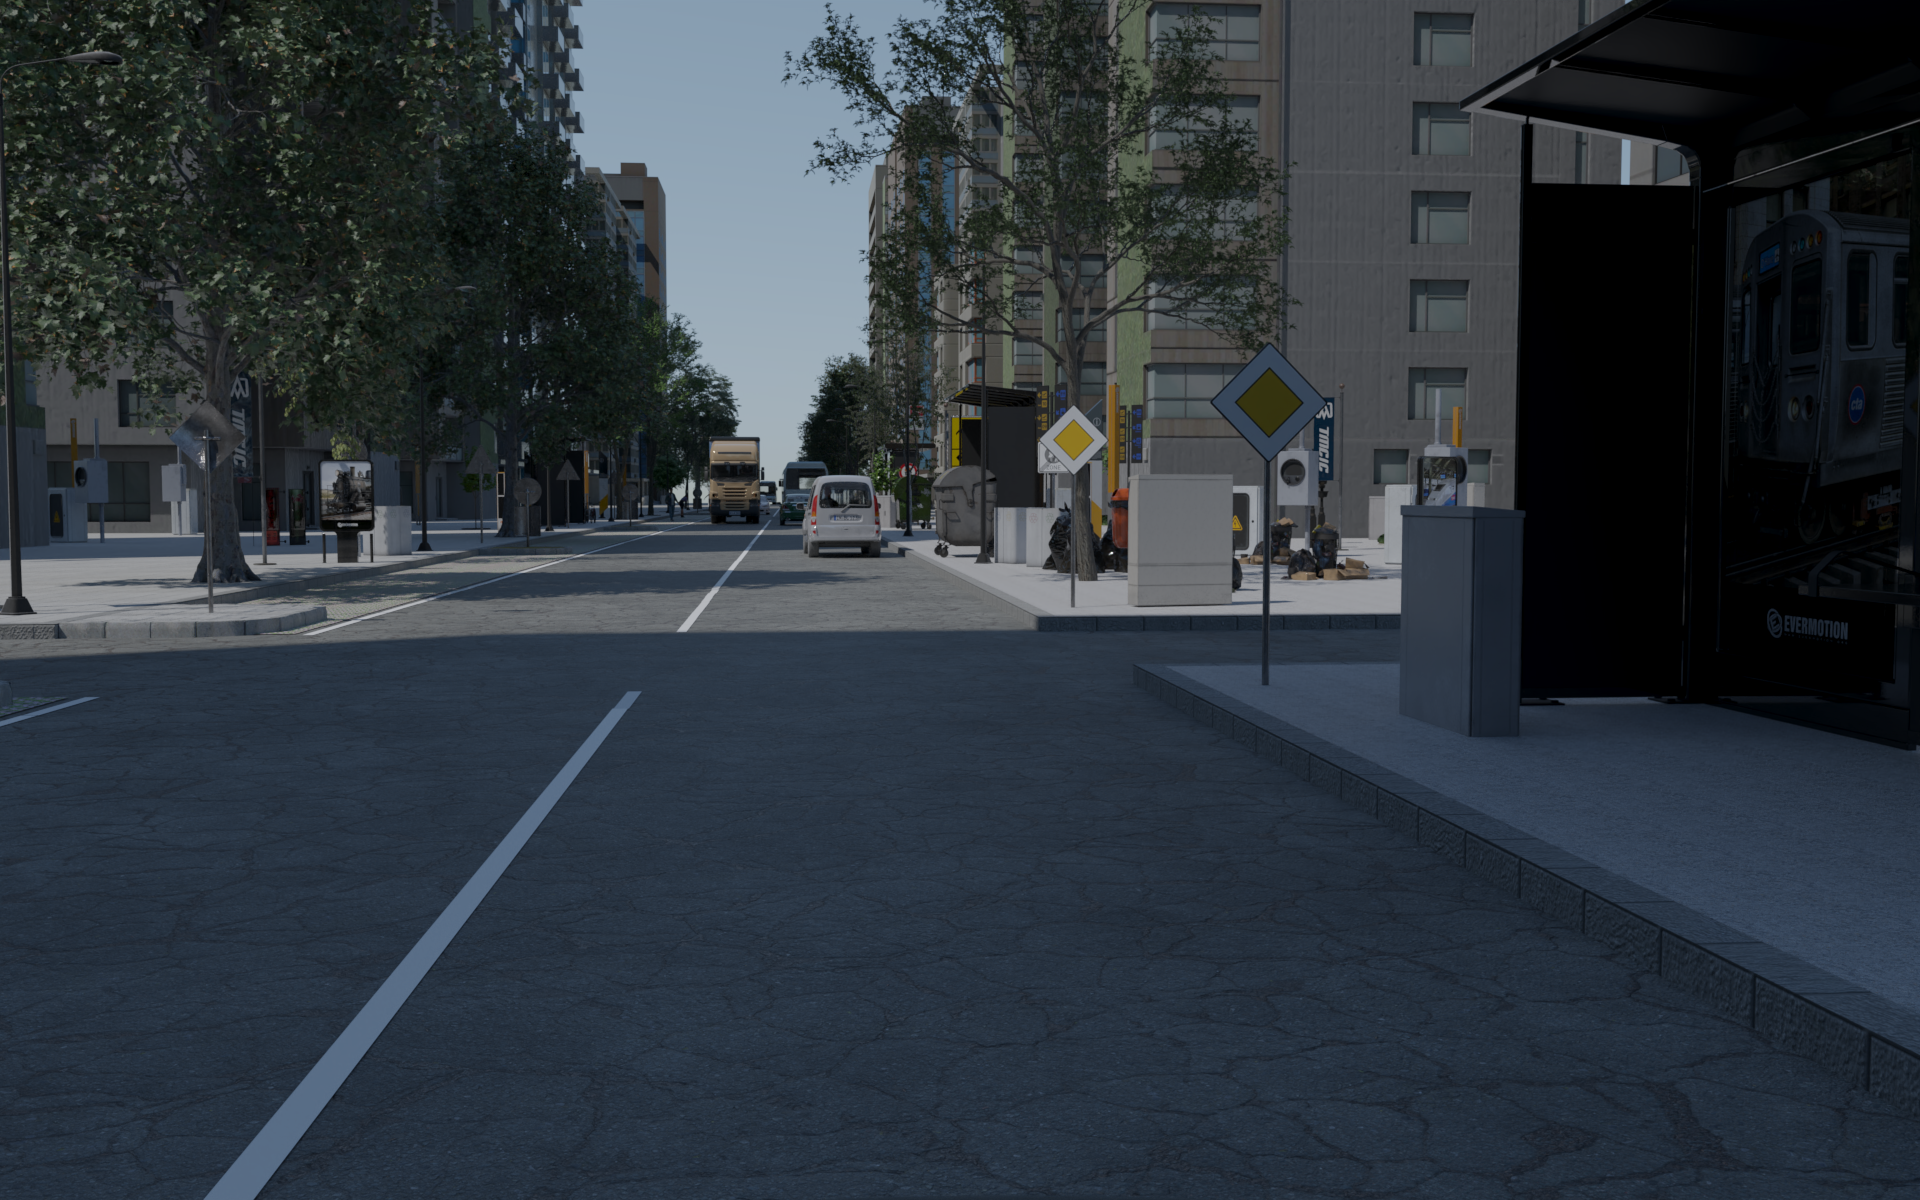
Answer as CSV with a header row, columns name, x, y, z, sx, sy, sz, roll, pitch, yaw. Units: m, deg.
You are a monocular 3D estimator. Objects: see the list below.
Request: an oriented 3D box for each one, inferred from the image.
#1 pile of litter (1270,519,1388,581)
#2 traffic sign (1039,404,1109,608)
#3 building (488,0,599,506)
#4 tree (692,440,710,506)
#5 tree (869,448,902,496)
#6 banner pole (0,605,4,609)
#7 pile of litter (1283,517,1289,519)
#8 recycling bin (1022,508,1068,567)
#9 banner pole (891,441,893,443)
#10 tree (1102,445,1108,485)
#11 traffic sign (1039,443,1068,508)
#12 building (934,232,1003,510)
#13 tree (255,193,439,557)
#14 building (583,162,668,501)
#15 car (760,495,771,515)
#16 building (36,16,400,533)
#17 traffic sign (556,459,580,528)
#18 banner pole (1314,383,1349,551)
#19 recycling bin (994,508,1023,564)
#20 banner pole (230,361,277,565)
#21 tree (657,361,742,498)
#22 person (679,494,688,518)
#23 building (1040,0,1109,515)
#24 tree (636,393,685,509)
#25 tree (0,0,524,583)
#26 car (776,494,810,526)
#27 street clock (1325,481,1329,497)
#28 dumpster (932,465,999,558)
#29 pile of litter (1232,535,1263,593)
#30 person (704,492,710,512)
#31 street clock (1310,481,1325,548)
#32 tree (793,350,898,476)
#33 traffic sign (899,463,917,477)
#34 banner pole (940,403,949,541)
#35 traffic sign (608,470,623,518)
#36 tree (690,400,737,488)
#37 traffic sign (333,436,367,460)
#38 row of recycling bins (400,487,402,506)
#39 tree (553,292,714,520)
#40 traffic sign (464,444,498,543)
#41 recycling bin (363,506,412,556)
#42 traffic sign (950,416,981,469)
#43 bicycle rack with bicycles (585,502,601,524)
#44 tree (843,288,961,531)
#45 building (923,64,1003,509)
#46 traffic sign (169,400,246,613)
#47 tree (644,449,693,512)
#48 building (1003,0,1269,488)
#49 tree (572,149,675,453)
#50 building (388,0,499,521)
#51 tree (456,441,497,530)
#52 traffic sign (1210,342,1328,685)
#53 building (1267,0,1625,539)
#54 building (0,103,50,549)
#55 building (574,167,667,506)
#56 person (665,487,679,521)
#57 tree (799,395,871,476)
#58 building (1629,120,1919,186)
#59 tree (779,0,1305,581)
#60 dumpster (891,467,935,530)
name,x,y,z,sx,sy,sz,roll,pitch,yaw
pile of litter,5.658,-0.744,26.136,1.719,0.858,1.176,0,4,0
traffic sign,1.273,-0.971,19.515,0.795,2.450,0.064,0,4,-6
building,-41.674,-31.596,136.200,23.786,49.044,30.456,0,4,-6
tree,-26.762,-14.271,183.698,4.360,8.622,3.978,0,3,0
tree,-3.173,-4.546,68.928,1.663,3.219,1.824,0,3,0
banner pole,-10.754,-1.779,19.096,0.401,3.779,0.863,-3,4,-38
pile of litter,5.765,-1.076,31.559,1.176,0.858,1.719,-3,4,-38
recycling bin,1.647,-1.098,30.507,0.722,1.027,0.722,3,4,36
banner pole,-3.377,-5.583,81.293,0.863,3.779,0.401,2,4,31
tree,7.854,-5.810,78.713,4.285,4.588,4.351,0,3,0
traffic sign,1.846,-1.964,34.236,0.606,2.300,0.079,0,4,1
building,13.089,-17.188,126.064,27.650,21.520,28.899,0,4,-6
tree,-12.513,-5.174,34.956,4.737,8.622,4.395,0,3,0
building,-47.617,-35.921,237.420,14.600,45.320,14.200,0,4,-6
car,-14.213,-6.644,120.995,2.083,1.381,4.827,0,4,-6
building,-28.908,-17.724,61.494,14.160,30.474,14.107,0,4,-6
traffic sign,-14.680,-3.966,64.843,0.884,2.594,0.081,0,4,1
banner pole,8.428,-3.019,39.378,0.863,3.779,0.401,1,4,22
recycling bin,1.112,-1.198,32.143,0.722,1.027,0.722,-2,4,-31
banner pole,-12.760,-2.512,31.081,0.863,3.779,0.401,-3,4,-36
tree,-25.415,-15.961,167.612,9.857,13.997,8.962,0,3,0
person,-16.784,-5.714,105.161,0.421,1.427,0.697,2,4,34
building,10.974,-19.391,88.744,14.160,30.474,14.107,0,4,-6
tree,-23.773,-13.184,149.970,8.767,10.594,7.601,-1,4,-19
tree,-10.809,-6.601,24.939,9.611,12.733,9.660,0,3,0
car,-7.463,-4.198,80.441,2.131,1.459,4.920,0,4,-6
street clock,9.377,-2.467,44.899,0.358,2.002,0.471,0,4,5
dumpster,0.120,-1.823,35.569,1.264,1.857,1.865,0,4,-5
pile of litter,3.184,-0.548,22.925,1.176,0.858,1.719,2,4,32
person,-20.017,-7.952,139.224,1.217,1.735,0.721,-1,4,-21
street clock,8.361,-2.232,41.057,0.358,2.002,0.471,0,4,4
tree,-8.793,-13.535,138.308,9.611,12.733,9.660,0,3,0
traffic sign,-2.098,-4.304,70.474,0.768,2.556,0.104,0,4,4
banner pole,-0.357,-3.509,47.384,0.401,3.779,0.863,0,4,-7
traffic sign,-18.362,-5.628,92.017,0.884,2.594,0.081,0,4,2
tree,-29.717,-17.690,207.351,7.486,12.596,7.792,0,3,0
traffic sign,-13.360,-2.314,37.941,0.768,2.556,0.104,0,4,2
row of recycling bins,-24.797,-4.174,75.355,1.069,1.692,3.534,-1,4,-15
tree,-16.968,-9.839,86.617,9.928,11.665,9.643,0,3,0
traffic sign,-12.465,-2.757,45.079,0.884,2.594,0.081,0,4,4
recycling bin,-12.017,-1.455,36.339,0.722,1.027,0.722,2,4,27
traffic sign,0.879,-3.122,44.920,2.265,3.308,0.079,0,4,3
bicycle rack with bicycles,-17.035,-3.860,76.499,2.852,0.926,2.925,0,4,3
tree,-1.777,-6.623,58.641,4.360,8.622,3.978,0,3,0
building,12.731,-28.151,152.155,32.217,40.220,23.993,0,4,-6
traffic sign,-8.079,-0.917,18.627,0.795,2.450,0.064,0,4,-6
tree,-21.307,-8.720,126.278,4.285,4.588,4.351,0,3,0
building,9.344,-25.670,103.303,14.154,41.232,14.086,0,4,-6
tree,-13.280,-8.218,51.379,9.611,12.733,9.660,0,3,0
building,-30.774,-24.437,83.144,14.154,41.232,14.086,0,4,-6
tree,-17.589,-4.155,62.532,1.663,3.219,1.824,0,3,0
traffic sign,2.048,-0.485,11.567,0.795,2.450,0.064,0,4,-6
building,11.747,-22.763,55.778,14.154,41.232,14.086,0,4,-6
building,-28.960,-21.451,34.326,14.154,41.232,14.086,0,4,-6
building,-53.547,-32.169,217.849,32.217,40.220,23.993,0,4,-6
person,-15.074,-4.993,90.483,0.721,1.781,0.623,3,4,36
tree,-11.447,-15.090,164.848,7.486,12.596,7.792,0,3,0
building,30.215,-36.725,38.711,20.611,71.187,20.563,0,4,-6
tree,1.581,-5.566,25.424,7.601,10.594,8.767,1,4,23
dumpster,-1.709,-3.702,63.025,1.502,2.255,1.985,0,4,-5
